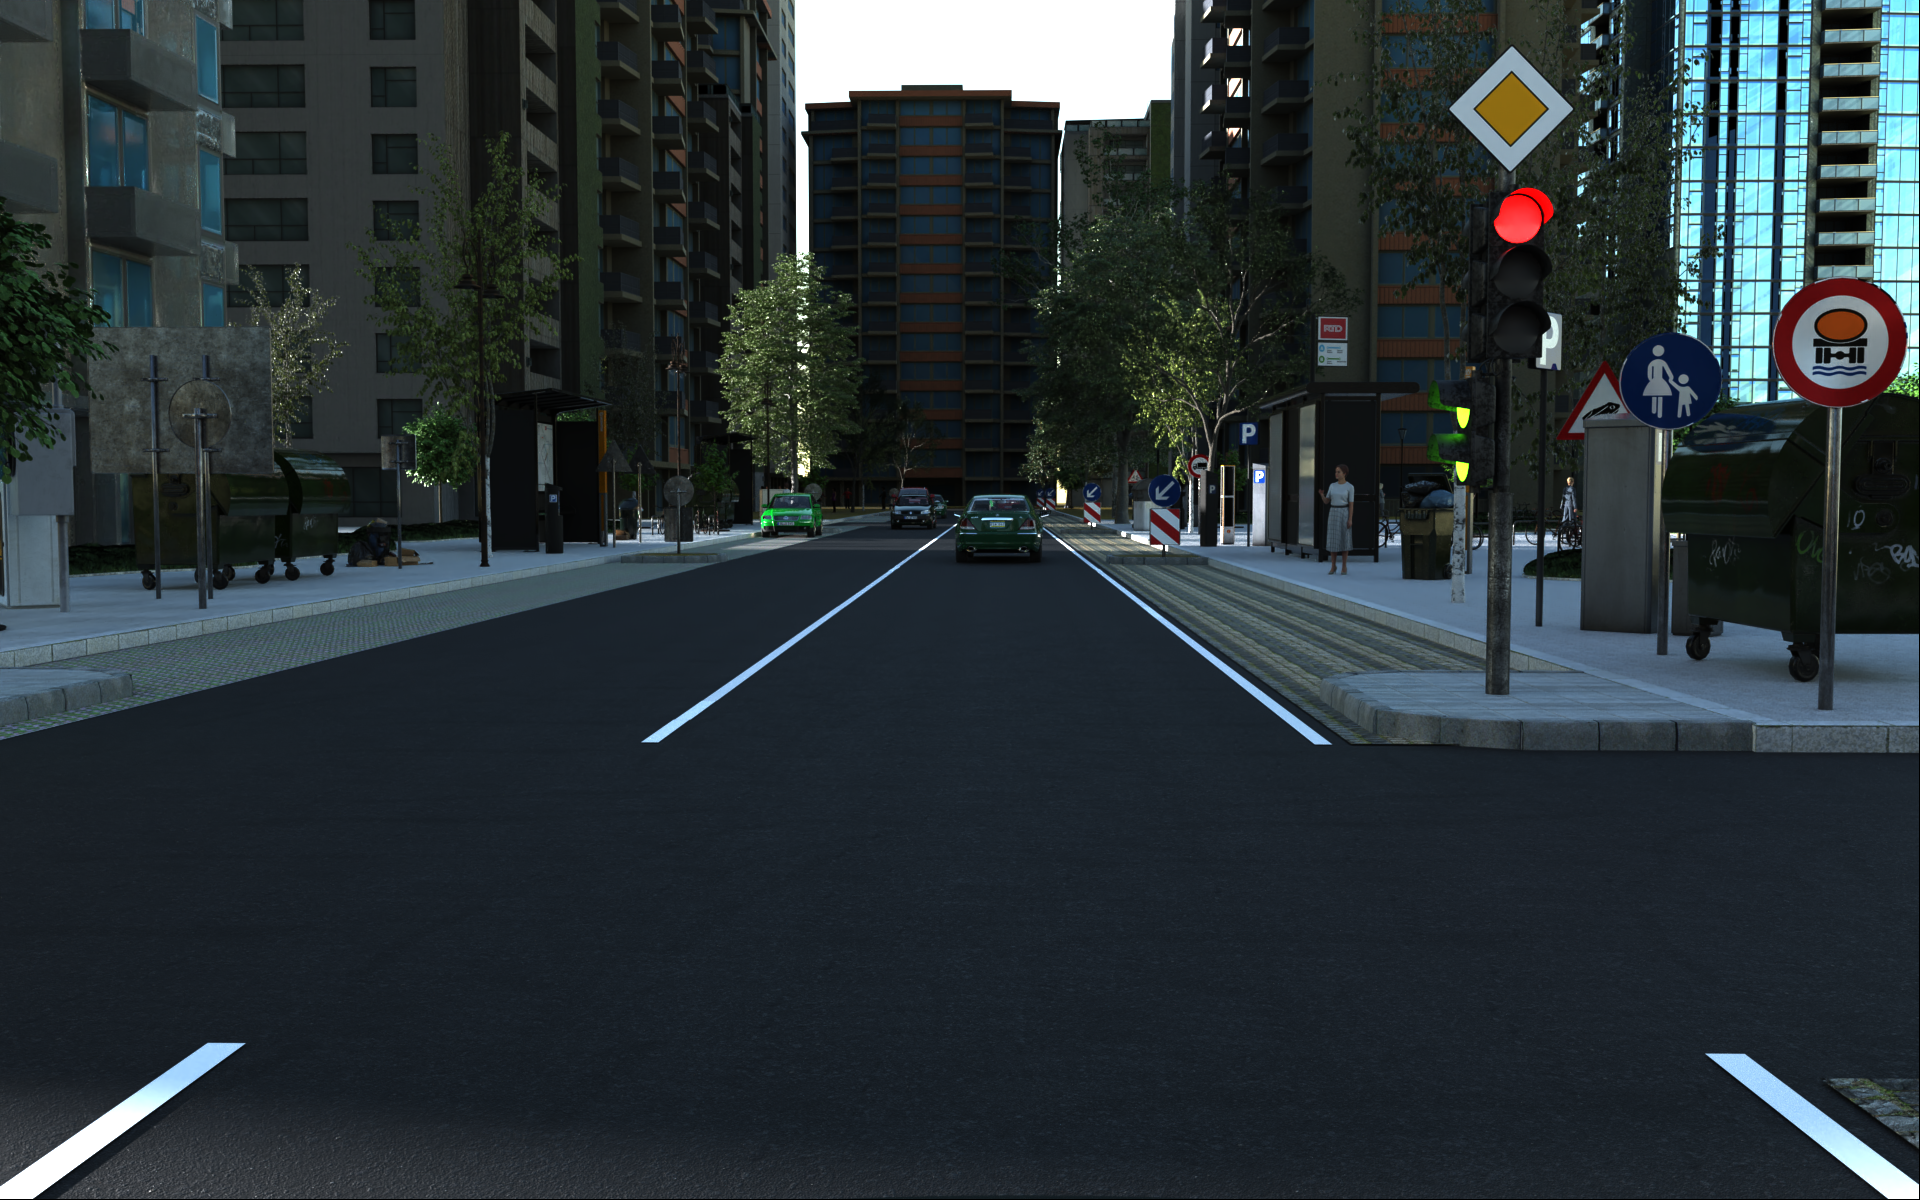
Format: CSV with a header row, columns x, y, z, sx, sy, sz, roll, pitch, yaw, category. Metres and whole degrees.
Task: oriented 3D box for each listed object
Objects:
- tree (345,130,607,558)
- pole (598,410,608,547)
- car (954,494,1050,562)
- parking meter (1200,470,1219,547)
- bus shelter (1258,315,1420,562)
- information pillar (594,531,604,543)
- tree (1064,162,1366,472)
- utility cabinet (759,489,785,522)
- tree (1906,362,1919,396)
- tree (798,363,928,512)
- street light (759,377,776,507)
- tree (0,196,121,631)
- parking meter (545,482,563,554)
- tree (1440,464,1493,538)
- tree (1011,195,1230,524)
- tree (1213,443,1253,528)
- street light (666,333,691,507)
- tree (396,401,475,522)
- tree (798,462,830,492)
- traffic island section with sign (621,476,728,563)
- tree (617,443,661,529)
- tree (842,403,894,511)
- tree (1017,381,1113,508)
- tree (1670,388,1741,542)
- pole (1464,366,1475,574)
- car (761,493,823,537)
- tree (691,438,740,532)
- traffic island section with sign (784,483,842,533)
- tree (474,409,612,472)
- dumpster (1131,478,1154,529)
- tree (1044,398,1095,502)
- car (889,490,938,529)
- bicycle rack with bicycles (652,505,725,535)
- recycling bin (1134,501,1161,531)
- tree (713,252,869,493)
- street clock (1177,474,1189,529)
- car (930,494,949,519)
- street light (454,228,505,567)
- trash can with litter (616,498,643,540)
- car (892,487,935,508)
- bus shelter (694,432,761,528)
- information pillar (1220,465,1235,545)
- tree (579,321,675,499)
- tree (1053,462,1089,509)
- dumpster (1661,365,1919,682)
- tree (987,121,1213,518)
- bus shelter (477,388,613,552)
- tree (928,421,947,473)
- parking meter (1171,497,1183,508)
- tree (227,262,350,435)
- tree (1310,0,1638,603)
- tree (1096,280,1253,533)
x,y,z,sx,sy,sz,roll,pitch,yaw,category
-9.695,-5.139,34.389,4.737,8.622,4.395,0,3,0,tree
-8.704,-2.959,42.226,0.158,3.312,0.155,0,3,0,pole
0.890,-1.593,37.841,2.131,1.459,4.920,0,4,3,car
6.085,-2.236,42.274,0.399,1.863,0.255,-2,4,-30,parking meter
7.623,-3.607,36.607,2.179,5.291,8.768,0,4,1,bus shelter
-9.517,-2.524,45.764,0.304,2.012,0.304,0,4,-2,information pillar
7.121,-7.052,49.706,8.767,10.594,7.601,0,4,6,tree
-8.448,-4.240,78.009,1.173,1.500,0.318,-2,4,-35,utility cabinet
22.719,-3.505,41.016,4.285,4.588,4.351,0,3,0,tree
-7.442,-11.361,120.162,8.767,10.594,7.601,-1,4,-12,tree
-7.598,-5.859,68.590,0.468,5.910,1.993,0,4,1,street light
-9.612,-1.969,15.905,4.285,4.588,4.351,0,3,0,tree
-8.773,-1.775,37.427,0.372,1.533,0.369,0,3,0,parking meter
15.253,-3.464,51.235,1.663,3.219,1.824,0,3,0,tree
6.944,-10.285,74.812,9.857,13.997,8.962,0,3,0,tree
10.347,-4.344,65.631,1.663,3.219,1.824,0,3,0,tree
-8.083,-4.711,49.812,0.468,5.910,1.993,0,4,1,street light
-18.313,-4.746,61.313,4.285,4.588,4.351,0,3,0,tree
-7.768,-6.016,92.955,1.663,3.219,1.824,0,3,0,tree
-5.970,-1.708,36.552,1.989,1.847,2.006,0,4,1,traffic island section with sign
-11.967,-4.287,64.692,1.663,3.219,1.824,0,3,0,tree
-7.040,-10.998,130.175,4.737,8.622,4.395,0,3,0,tree
9.936,-14.622,156.071,9.611,12.733,9.660,0,3,0,tree
19.337,-3.848,46.635,4.285,4.588,4.351,0,3,0,tree
8.135,-2.074,27.760,0.158,3.312,0.155,0,3,0,pole
-5.641,-3.031,58.348,1.959,1.807,4.718,0,3,0,car
-8.321,-3.972,59.551,1.663,3.219,1.824,0,3,0,tree
-5.362,-3.356,63.500,1.989,1.847,2.006,0,4,1,traffic island section with sign
-13.651,-4.692,60.428,4.285,4.588,4.351,0,3,0,tree
6.950,-3.520,63.311,1.264,1.857,1.865,0,4,1,dumpster
7.374,-9.410,104.222,4.737,8.622,4.395,0,3,0,tree
-1.900,-3.785,71.672,2.009,1.686,4.222,0,4,2,car
-8.643,-2.551,55.084,2.852,0.926,2.925,0,4,-3,bicycle rack with bicycles
6.542,-2.935,60.541,0.722,1.027,0.722,-2,4,-24,recycling bin
-7.942,-9.975,81.214,7.486,12.596,7.792,0,3,0,tree
8.059,-3.575,63.020,0.471,2.002,0.358,3,5,40,street clock
-1.721,-5.535,102.294,2.131,1.459,4.920,0,4,1,car
-8.401,-3.526,30.434,0.468,5.910,1.993,0,4,1,street light
-9.297,-2.268,48.472,0.624,1.170,1.055,0,4,6,trash can with litter
-2.463,-5.111,92.232,2.281,1.827,5.304,0,4,1,car
-9.180,-4.744,68.851,1.731,3.624,6.357,0,4,1,bus shelter
6.810,-2.420,44.057,0.304,2.012,0.304,0,4,-3,information pillar
-13.843,-7.491,72.846,4.360,8.622,3.978,0,3,0,tree
9.499,-9.988,147.022,4.285,4.588,4.351,0,3,0,tree
6.186,-0.614,12.526,1.502,2.255,1.985,0,4,1,dumpster
7.153,-14.384,91.074,12.611,20.169,13.585,0,3,0,tree
-9.809,-3.067,41.426,1.731,3.624,6.357,0,4,1,bus shelter
-5.487,-13.916,161.931,8.767,10.594,7.601,0,4,-4,tree
7.979,-3.555,63.830,0.399,1.863,0.255,-1,4,-14,parking meter
-21.378,-6.350,54.187,4.360,8.622,3.978,0,3,0,tree
6.028,-4.263,20.062,4.360,8.622,3.978,0,3,0,tree
7.439,-6.540,57.285,4.737,8.622,4.395,0,3,0,tree
